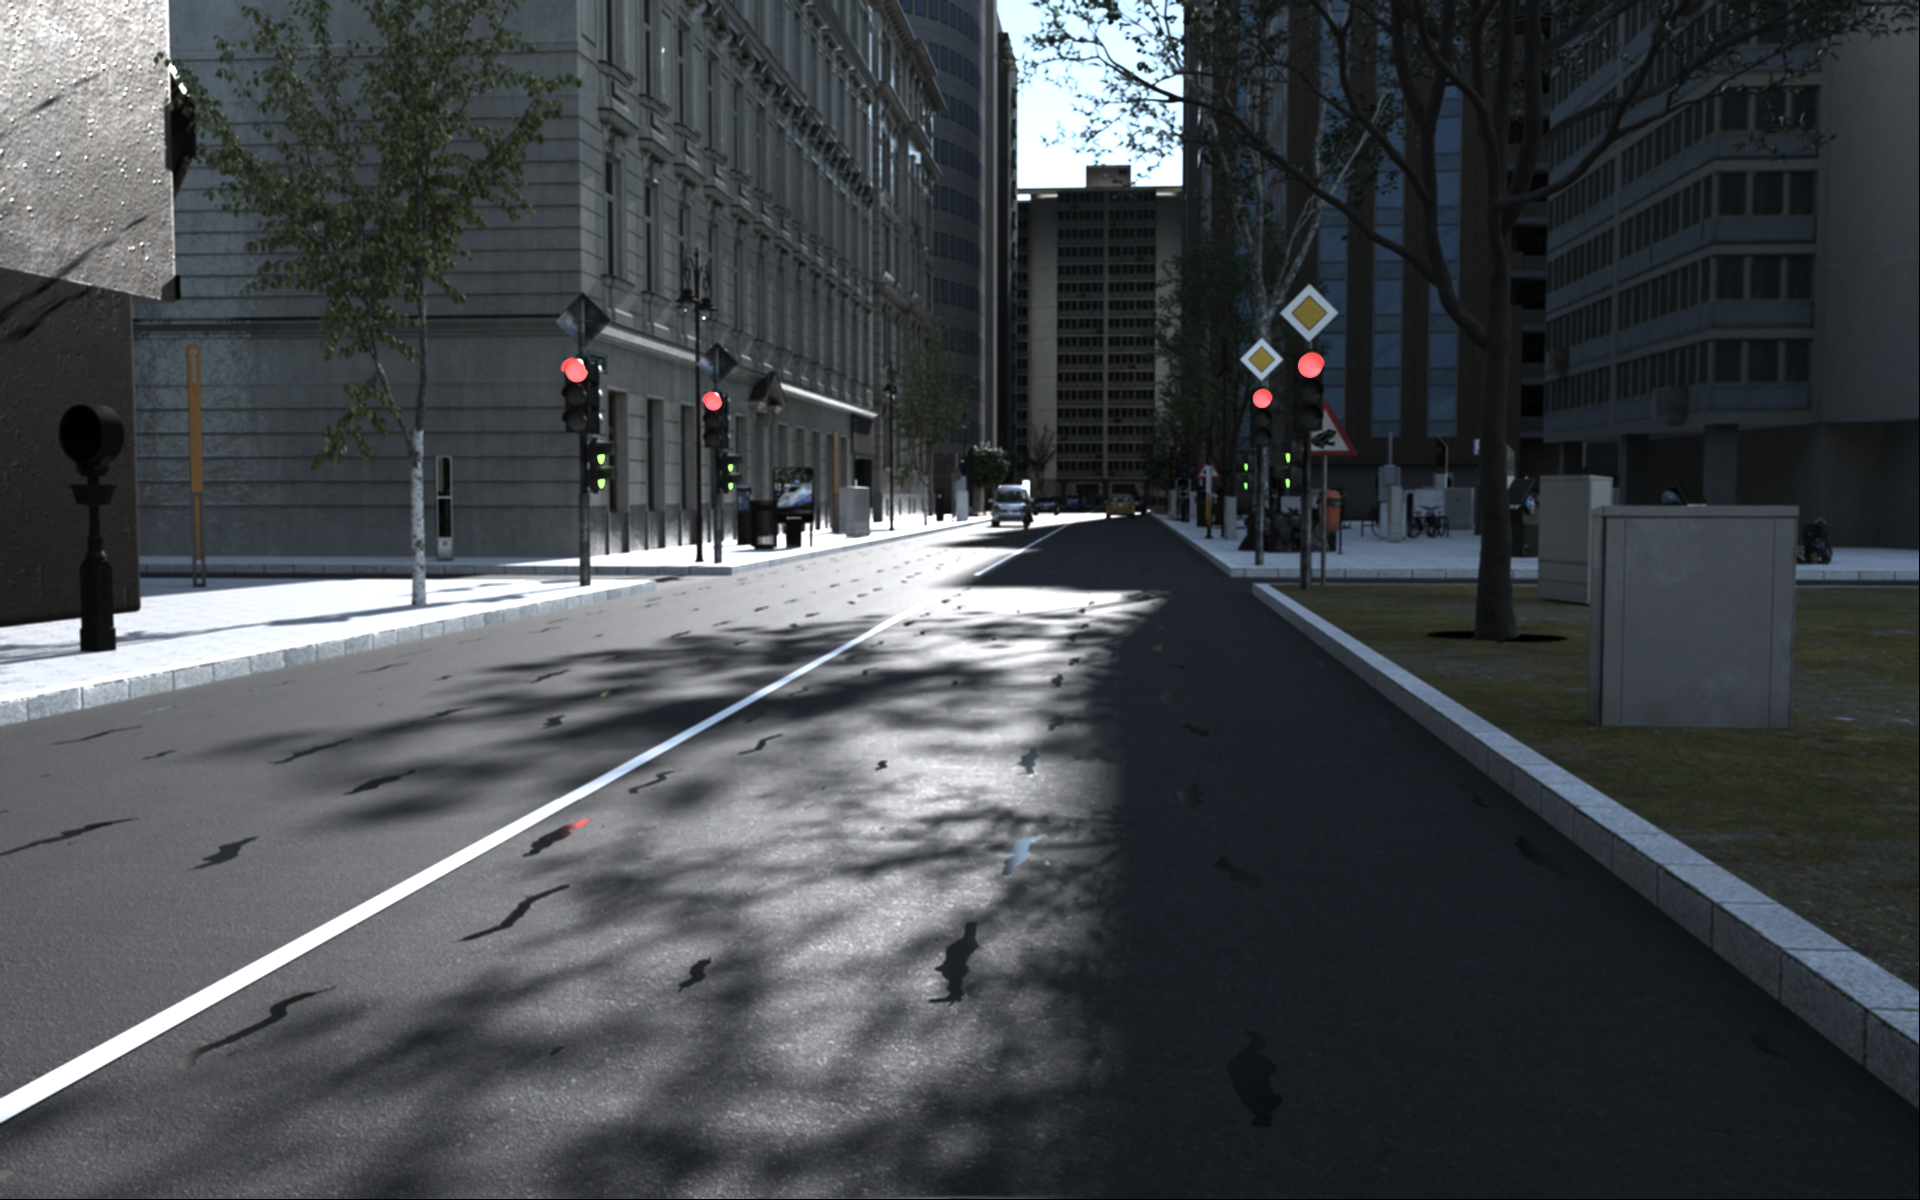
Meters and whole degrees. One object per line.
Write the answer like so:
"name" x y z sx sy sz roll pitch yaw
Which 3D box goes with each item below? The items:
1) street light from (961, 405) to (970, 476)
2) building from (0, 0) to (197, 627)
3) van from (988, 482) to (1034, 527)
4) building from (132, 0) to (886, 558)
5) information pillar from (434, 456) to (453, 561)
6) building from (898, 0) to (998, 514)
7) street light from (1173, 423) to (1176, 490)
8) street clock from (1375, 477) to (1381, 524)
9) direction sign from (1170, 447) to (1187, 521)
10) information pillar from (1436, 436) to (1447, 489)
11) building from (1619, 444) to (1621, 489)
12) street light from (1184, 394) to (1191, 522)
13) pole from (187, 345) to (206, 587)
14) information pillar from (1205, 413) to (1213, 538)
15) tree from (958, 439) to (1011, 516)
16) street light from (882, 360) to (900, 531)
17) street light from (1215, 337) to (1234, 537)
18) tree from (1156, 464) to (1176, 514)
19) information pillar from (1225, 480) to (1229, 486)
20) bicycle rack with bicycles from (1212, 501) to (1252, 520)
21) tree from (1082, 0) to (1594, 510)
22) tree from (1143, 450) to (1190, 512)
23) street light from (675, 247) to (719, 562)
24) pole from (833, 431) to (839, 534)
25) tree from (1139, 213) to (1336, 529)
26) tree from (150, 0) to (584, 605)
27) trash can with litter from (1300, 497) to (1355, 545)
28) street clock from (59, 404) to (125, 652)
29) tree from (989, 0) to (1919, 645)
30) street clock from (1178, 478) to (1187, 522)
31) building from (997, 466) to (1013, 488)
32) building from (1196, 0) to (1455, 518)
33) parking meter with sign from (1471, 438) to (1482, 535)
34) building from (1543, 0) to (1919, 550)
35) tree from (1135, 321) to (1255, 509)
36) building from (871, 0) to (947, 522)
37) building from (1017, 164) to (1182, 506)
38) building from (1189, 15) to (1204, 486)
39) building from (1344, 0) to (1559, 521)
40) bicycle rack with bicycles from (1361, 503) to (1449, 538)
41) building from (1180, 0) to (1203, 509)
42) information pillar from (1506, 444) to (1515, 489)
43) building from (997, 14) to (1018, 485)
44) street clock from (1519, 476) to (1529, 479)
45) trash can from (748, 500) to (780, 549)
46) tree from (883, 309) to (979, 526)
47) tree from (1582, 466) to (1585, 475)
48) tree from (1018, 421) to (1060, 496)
"street light" 0.223 -6.998 87.208 0.468 5.910 1.993 0 4 5
"building" -17.796 -8.969 14.097 16.811 18.784 16.820 0 4 5
"van" 2.290 -4.289 77.137 2.013 2.044 4.112 0 4 4
"building" -13.407 -17.104 56.058 17.030 29.872 44.131 0 4 5
"information pillar" -9.905 -1.757 33.226 0.304 2.012 0.304 -1 4 -22
"building" -8.859 -35.424 121.173 21.231 58.520 28.212 0 4 5
"street light" 12.985 -8.091 105.077 0.468 5.910 1.993 0 4 5
"street clock" 17.915 -4.248 74.018 0.358 2.002 0.471 0 4 -7
"direction sign" 10.518 -5.594 83.462 0.876 3.537 0.379 2 4 26
"information pillar" 19.425 -4.805 69.922 0.183 3.616 0.504 -3 4 -37
"building" 61.659 -44.422 164.556 20.611 71.187 20.563 0 4 5
"street light" 10.291 -6.438 78.043 0.468 5.910 1.993 0 4 5
"pole" -10.522 -1.836 23.858 0.158 3.312 0.155 0 3 0
"information pillar" 7.207 -3.595 50.137 0.183 3.616 0.504 1 4 18
"tree" 1.414 -7.357 104.002 4.285 4.588 4.351 0 3 0
"street light" -2.371 -5.330 59.928 0.468 5.910 1.993 0 4 5
"street light" 7.789 -4.787 51.057 0.468 5.910 1.993 0 4 5
"tree" 13.337 -7.024 109.444 1.663 3.219 1.824 0 3 0
"information pillar" 13.908 -5.246 90.271 0.304 2.012 0.304 2 4 33
"bicycle rack with bicycles" 13.832 -4.426 85.743 2.852 0.926 2.925 -1 4 -11
"tree" 8.419 -11.291 40.491 12.611 20.169 13.585 0 3 0
"tree" 14.973 -8.694 125.867 4.285 4.588 4.351 0 3 0
"street light" -4.926 -3.657 32.584 0.468 5.910 1.993 0 4 5
"pole" -4.019 -3.805 56.054 0.158 3.312 0.155 0 3 0
"tree" 10.200 -8.464 64.134 9.928 11.665 9.643 0 3 0
"tree" -6.524 -4.251 19.866 4.737 8.622 4.395 0 3 0
"trash can with litter" 8.916 -2.061 44.757 1.678 1.210 2.233 -1 4 -9
"street clock" -7.064 -0.585 14.137 0.471 2.002 0.358 1 4 21
"tree" 4.586 -6.395 14.929 12.009 13.543 11.850 0 3 0
"street clock" 10.261 -4.580 79.452 0.471 2.002 0.358 3 5 42
"building" -6.021 -43.244 145.289 20.563 71.187 20.611 0 4 5
"building" 22.871 -28.241 111.855 14.600 45.320 14.200 0 4 5
"parking meter with sign" 16.583 -3.579 54.775 0.543 3.016 1.738 2 4 26
"building" 30.165 -21.668 46.146 23.993 40.220 32.217 0 4 5
"tree" 10.533 -7.555 73.884 4.737 8.622 4.395 0 3 0
"building" -8.674 -18.483 89.582 14.401 28.519 23.554 0 4 5
"building" 17.591 -31.508 207.037 23.993 40.220 32.217 0 4 5
"building" 29.856 -31.435 133.563 23.786 49.044 30.456 0 4 5
"building" 23.033 -26.786 88.060 14.600 45.320 14.200 0 4 5
"bicycle rack with bicycles" 13.513 -2.348 51.772 2.925 0.926 2.852 -2 4 -35
"building" 31.417 -37.953 162.536 21.231 58.520 28.212 0 4 5
"information pillar" 25.185 -5.389 79.469 0.504 3.616 0.183 -1 4 -15
"building" -5.468 -33.459 170.751 21.600 48.544 21.300 0 4 5
"street clock" 22.257 -3.902 68.371 0.358 2.002 0.471 3 5 45
"trash can" -4.568 -1.755 40.348 0.748 1.137 0.748 0 3 0
"tree" -1.347 -7.296 69.652 4.737 8.622 4.395 0 3 0
"tree" 36.241 -6.602 102.549 1.663 3.219 1.824 0 3 0
"tree" 8.043 -13.727 174.804 4.360 8.622 3.978 0 3 0
